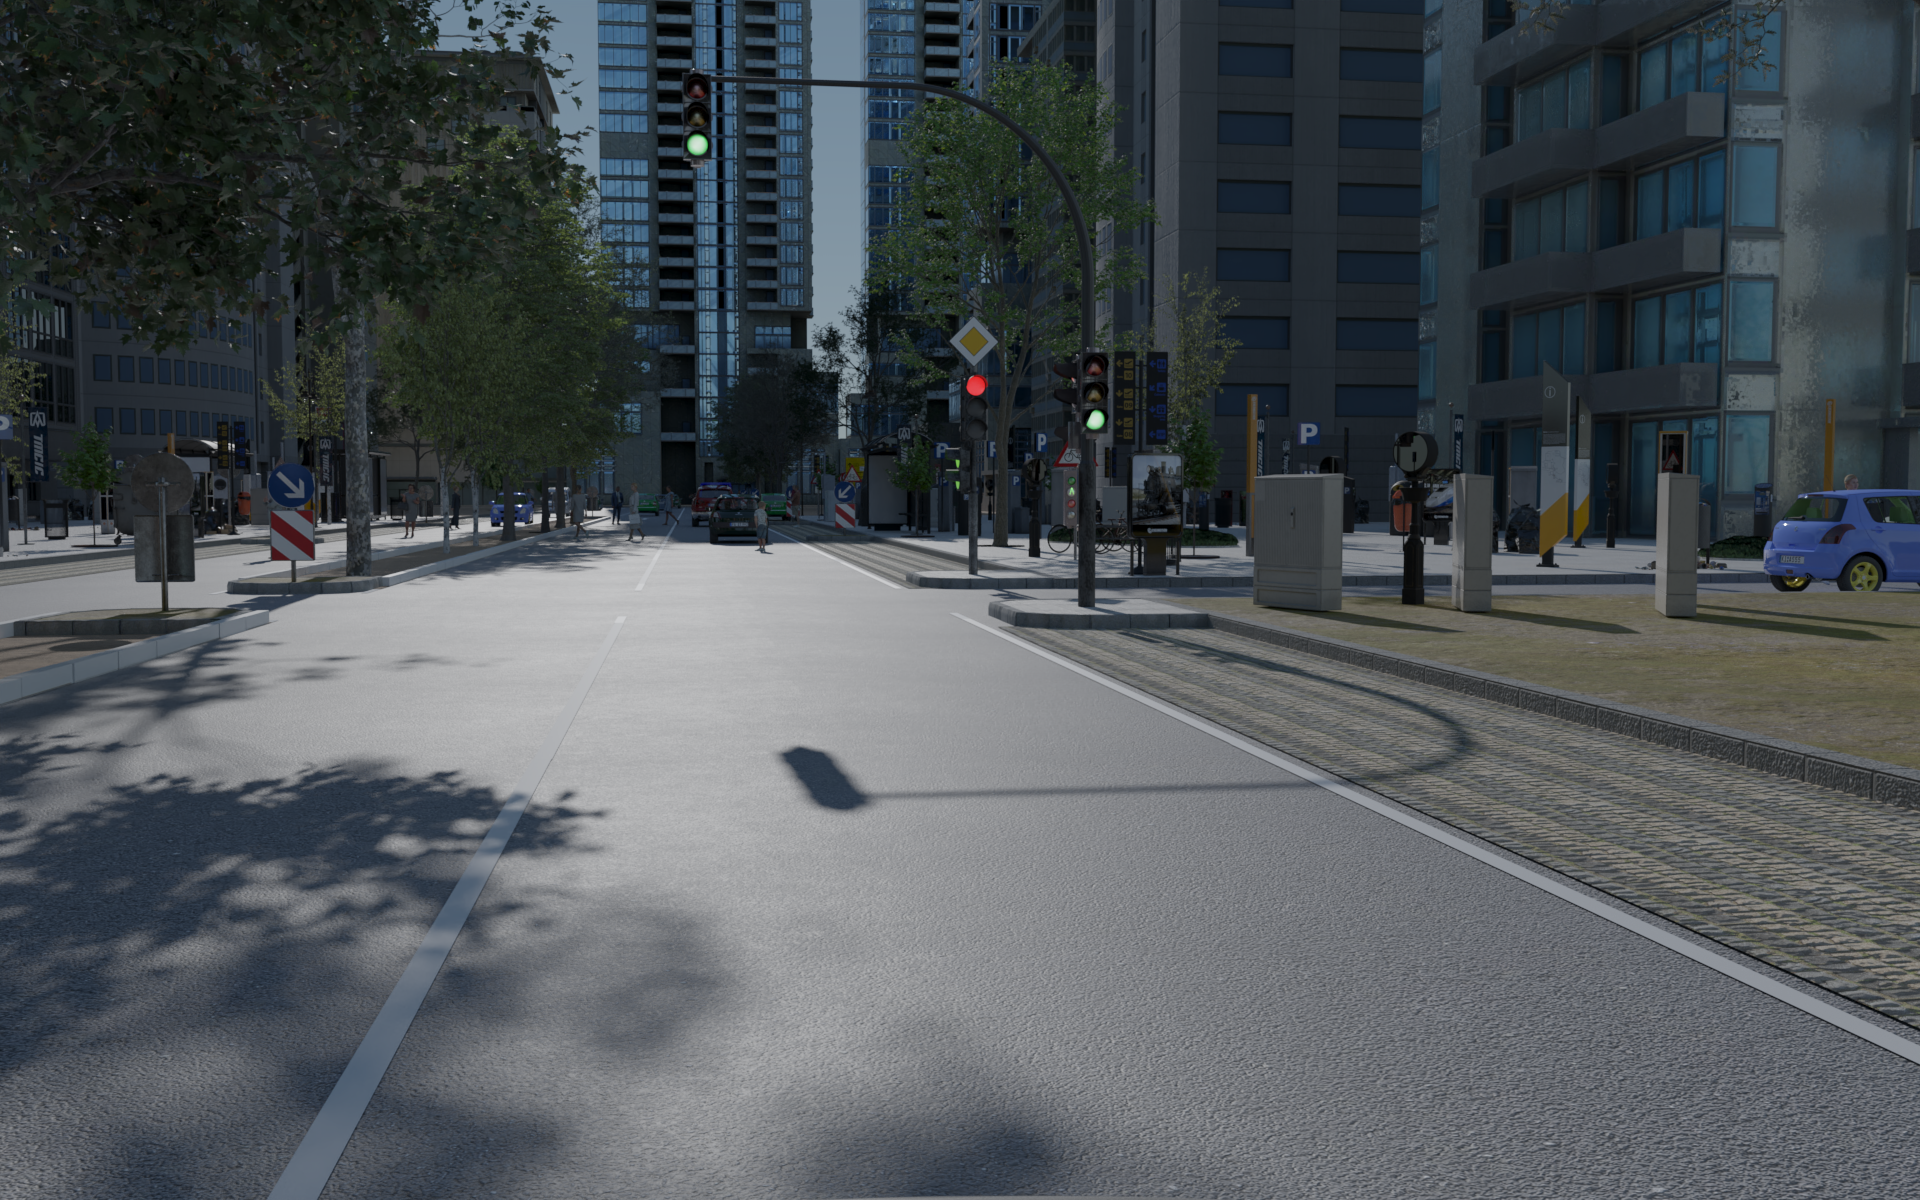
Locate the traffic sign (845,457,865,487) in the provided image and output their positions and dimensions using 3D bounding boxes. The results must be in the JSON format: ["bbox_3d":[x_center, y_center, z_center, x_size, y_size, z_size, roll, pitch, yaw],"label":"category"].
[{"bbox_3d":[-5.119,-6.134,94.157,2.265,3.308,0.079,0,4,-6],"label":"traffic sign"}]

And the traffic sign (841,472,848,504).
[{"bbox_3d":[-6.232,-5.882,96.270,0.768,2.556,0.104,0,4,-2],"label":"traffic sign"}]

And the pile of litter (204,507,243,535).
[{"bbox_3d":[-23.674,-2.534,55.395,1.176,0.858,1.719,2,4,33],"label":"pile of litter"}]

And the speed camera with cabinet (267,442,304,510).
[{"bbox_3d":[-26.068,-4.442,66.963,0.660,3.252,2.038,0,4,2],"label":"speed camera with cabinet"}]

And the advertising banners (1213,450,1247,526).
[{"bbox_3d":[10.595,-4.430,68.617,2.074,3.025,0.090,-1,4,-9],"label":"advertising banners"}]

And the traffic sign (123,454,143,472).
[{"bbox_3d":[-26.369,-3.380,55.366,0.768,2.556,0.104,0,4,-2],"label":"traffic sign"}]

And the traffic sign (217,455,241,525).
[{"bbox_3d":[-24.004,-3.472,56.872,0.768,2.556,0.104,0,4,-6],"label":"traffic sign"}]

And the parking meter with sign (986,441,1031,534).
[{"bbox_3d":[1.601,-3.662,56.136,0.543,3.016,1.738,-3,4,-37],"label":"parking meter with sign"}]

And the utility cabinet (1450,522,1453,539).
[{"bbox_3d":[14.332,-2.329,49.233,0.306,1.237,1.020,-2,4,-27],"label":"utility cabinet"}]

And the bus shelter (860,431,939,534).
[{"bbox_3d":[-2.079,-3.913,57.896,2.014,3.302,5.546,-1,4,-9],"label":"bus shelter"}]

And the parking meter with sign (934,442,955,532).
[{"bbox_3d":[-0.480,-3.841,59.059,0.543,3.016,1.738,0,4,8],"label":"parking meter with sign"}]

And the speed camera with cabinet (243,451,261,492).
[{"bbox_3d":[-32.298,-5.227,79.796,0.660,3.252,2.038,0,4,3],"label":"speed camera with cabinet"}]

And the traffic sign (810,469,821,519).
[{"bbox_3d":[-7.294,-5.478,89.561,0.884,2.594,0.081,0,4,-8],"label":"traffic sign"}]

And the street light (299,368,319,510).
[{"bbox_3d":[-23.943,-5.570,63.856,0.468,5.910,1.993,-1,4,-9],"label":"street light"}]

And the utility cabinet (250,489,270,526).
[{"bbox_3d":[-27.689,-3.693,69.060,1.173,1.500,0.318,1,4,18],"label":"utility cabinet"}]

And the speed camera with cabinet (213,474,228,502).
[{"bbox_3d":[-35.813,-5.368,82.098,2.038,3.252,0.660,-2,4,-25],"label":"speed camera with cabinet"}]

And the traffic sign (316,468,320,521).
[{"bbox_3d":[-30.545,-5.022,82.208,0.768,2.556,0.104,0,4,-1],"label":"traffic sign"}]

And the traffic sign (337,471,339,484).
[{"bbox_3d":[-33.226,-5.689,93.115,0.768,2.556,0.104,0,3,0],"label":"traffic sign"}]

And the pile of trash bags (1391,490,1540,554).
[{"bbox_3d":[11.280,-1.745,38.282,3.447,1.369,1.912,1,4,20],"label":"pile of trash bags"}]

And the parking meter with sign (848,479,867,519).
[{"bbox_3d":[-5.004,-5.617,88.100,0.543,3.016,1.738,2,4,34],"label":"parking meter with sign"}]

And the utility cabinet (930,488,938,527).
[{"bbox_3d":[-0.892,-3.490,65.735,1.173,1.500,0.318,1,4,21],"label":"utility cabinet"}]

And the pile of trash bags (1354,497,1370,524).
[{"bbox_3d":[16.728,-3.981,74.840,1.912,1.369,3.447,1,4,13],"label":"pile of trash bags"}]

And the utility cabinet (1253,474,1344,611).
[{"bbox_3d":[3.738,-0.646,19.243,0.318,1.500,1.173,-2,4,-28],"label":"utility cabinet"}]

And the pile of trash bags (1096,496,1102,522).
[{"bbox_3d":[6.851,-4.287,79.849,1.912,1.369,3.447,2,4,28],"label":"pile of trash bags"}]

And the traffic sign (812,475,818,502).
[{"bbox_3d":[-8.397,-6.264,102.524,0.768,2.556,0.104,0,4,-5],"label":"traffic sign"}]

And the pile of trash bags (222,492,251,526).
[{"bbox_3d":[-29.866,-3.733,70.783,3.447,1.369,1.912,3,5,42],"label":"pile of trash bags"}]

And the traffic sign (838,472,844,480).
[{"bbox_3d":[-6.712,-6.165,100.903,0.768,2.556,0.104,0,4,-7],"label":"traffic sign"}]

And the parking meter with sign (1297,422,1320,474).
[{"bbox_3d":[8.696,-2.856,42.952,0.543,3.016,1.738,1,4,15],"label":"parking meter with sign"}]

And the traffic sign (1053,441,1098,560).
[{"bbox_3d":[2.249,-2.062,33.724,0.884,2.594,0.081,0,4,-4],"label":"traffic sign"}]

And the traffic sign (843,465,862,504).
[{"bbox_3d":[-4.758,-4.675,76.442,0.884,2.594,0.081,0,4,-8],"label":"traffic sign"}]

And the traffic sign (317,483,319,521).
[{"bbox_3d":[-31.067,-5.117,83.770,0.768,2.556,0.104,0,4,-2],"label":"traffic sign"}]

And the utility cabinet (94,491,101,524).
[{"bbox_3d":[-36.833,-4.029,74.546,0.318,1.500,1.173,0,4,6],"label":"utility cabinet"}]

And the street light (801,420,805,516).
[{"bbox_3d":[-9.279,-7.888,101.751,0.468,5.910,1.993,-1,4,-9],"label":"street light"}]

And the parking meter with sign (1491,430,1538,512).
[{"bbox_3d":[15.358,-3.113,47.151,1.738,3.016,0.543,1,4,17],"label":"parking meter with sign"}]

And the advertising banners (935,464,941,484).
[{"bbox_3d":[-0.754,-6.386,100.605,0.090,3.025,2.074,3,5,44],"label":"advertising banners"}]

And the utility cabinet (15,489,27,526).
[{"bbox_3d":[-37.704,-3.722,69.528,0.318,1.500,1.173,-2,4,-34],"label":"utility cabinet"}]

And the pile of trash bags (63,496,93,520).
[{"bbox_3d":[-43.512,-4.586,84.728,3.447,1.369,1.912,-1,4,-21],"label":"pile of trash bags"}]

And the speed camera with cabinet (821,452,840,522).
[{"bbox_3d":[-6.017,-5.278,80.635,0.660,3.252,2.038,-1,4,-12],"label":"speed camera with cabinet"}]

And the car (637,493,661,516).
[{"bbox_3d":[-20.606,-6.399,113.423,1.959,1.807,4.718,-1,4,-9],"label":"car"}]

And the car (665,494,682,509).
[{"bbox_3d":[-28.521,-9.743,171.094,2.131,1.459,4.920,0,4,-8],"label":"car"}]

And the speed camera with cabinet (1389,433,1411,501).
[{"bbox_3d":[14.603,-3.770,55.969,0.660,3.252,2.038,-1,4,-14],"label":"speed camera with cabinet"}]

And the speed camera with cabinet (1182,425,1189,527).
[{"bbox_3d":[6.224,-3.439,50.556,0.660,3.252,2.038,0,4,-3],"label":"speed camera with cabinet"}]

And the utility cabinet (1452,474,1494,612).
[{"bbox_3d":[5.677,-0.641,19.167,0.318,1.500,1.173,1,4,10],"label":"utility cabinet"}]

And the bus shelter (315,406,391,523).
[{"bbox_3d":[-28.775,-6.382,81.973,2.179,5.291,8.768,-1,4,-9],"label":"bus shelter"}]

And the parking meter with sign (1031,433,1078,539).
[{"bbox_3d":[2.957,-3.220,48.914,1.738,3.016,0.543,3,4,37],"label":"parking meter with sign"}]

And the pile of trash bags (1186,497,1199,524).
[{"bbox_3d":[9.195,-3.884,73.262,1.912,1.369,3.447,2,4,25],"label":"pile of trash bags"}]

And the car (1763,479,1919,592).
[{"bbox_3d":[13.448,-0.920,24.626,3.694,1.707,1.945,-1,4,-11],"label":"car"}]

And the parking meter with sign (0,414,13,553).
[{"bbox_3d":[-21.474,-2.590,38.600,0.543,3.016,1.738,-2,4,-34],"label":"parking meter with sign"}]

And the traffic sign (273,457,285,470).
[{"bbox_3d":[-23.762,-3.710,60.666,0.884,2.594,0.081,0,4,-8],"label":"traffic sign"}]

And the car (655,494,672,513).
[{"bbox_3d":[-22.729,-7.301,131.371,2.014,1.417,4.499,-1,4,-10],"label":"car"}]

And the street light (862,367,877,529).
[{"bbox_3d":[-3.316,-5.531,63.228,0.468,5.910,1.993,-1,4,-9],"label":"street light"}]

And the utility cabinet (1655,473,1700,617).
[{"bbox_3d":[7.618,-0.593,18.381,0.318,1.500,1.173,1,4,17],"label":"utility cabinet"}]

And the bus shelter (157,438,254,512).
[{"bbox_3d":[-28.473,-4.386,65.627,2.014,3.302,5.546,-1,4,-9],"label":"bus shelter"}]

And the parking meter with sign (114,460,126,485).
[{"bbox_3d":[-42.455,-5.623,88.202,0.543,3.016,1.738,-3,5,-44],"label":"parking meter with sign"}]

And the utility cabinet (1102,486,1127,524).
[{"bbox_3d":[4.685,-2.576,50.804,0.318,1.500,1.173,-3,4,-37],"label":"utility cabinet"}]
